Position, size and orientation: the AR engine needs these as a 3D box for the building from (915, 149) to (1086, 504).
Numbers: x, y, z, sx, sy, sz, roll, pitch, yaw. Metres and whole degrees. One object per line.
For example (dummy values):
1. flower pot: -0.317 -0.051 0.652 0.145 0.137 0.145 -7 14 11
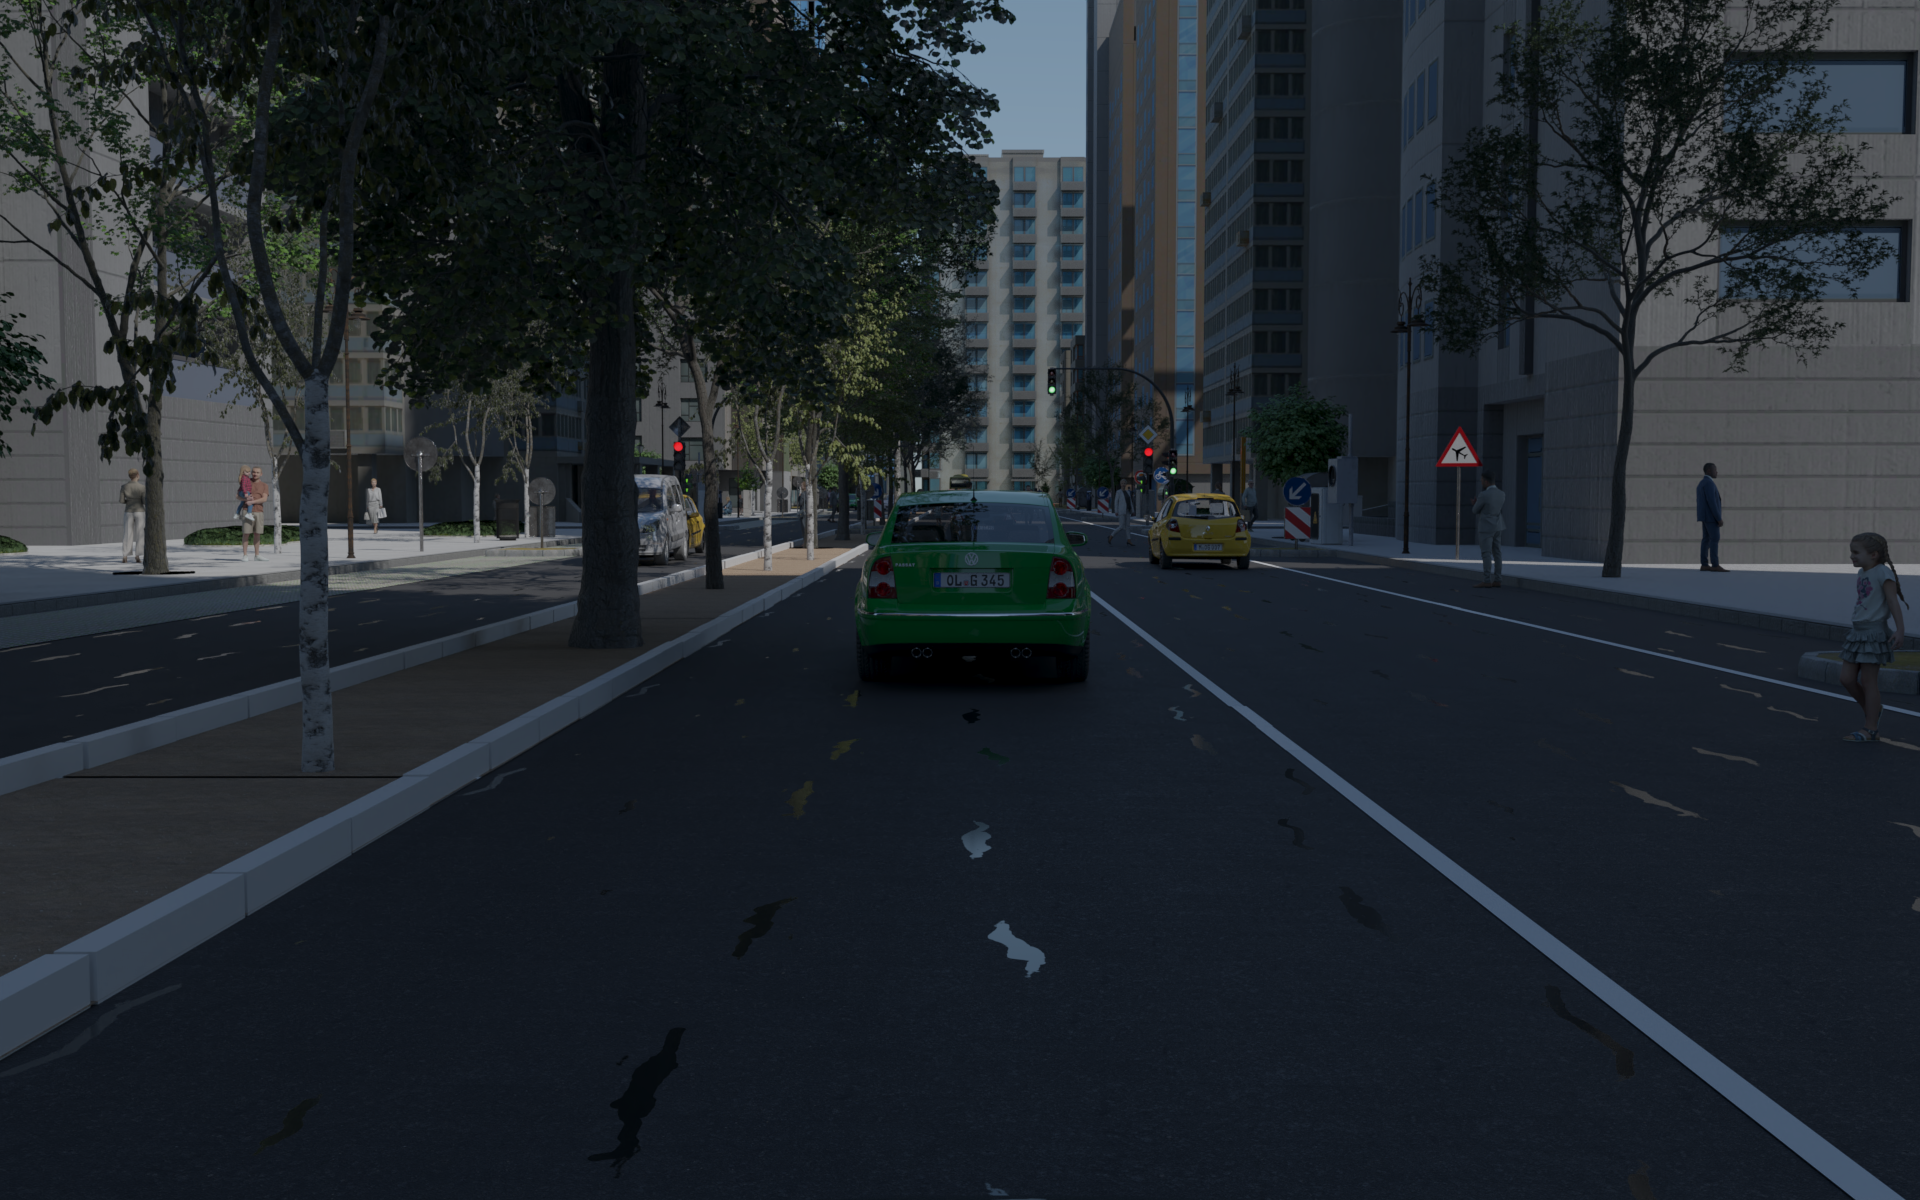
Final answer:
1. building: 8.612 -38.151 243.381 30.456 49.044 23.786 0 3 0

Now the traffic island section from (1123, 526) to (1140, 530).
1. traffic island section: 7.645 -2.945 70.439 2.009 0.180 2.903 0 3 0

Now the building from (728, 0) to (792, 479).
1. building: -22.475 -30.699 152.037 14.600 45.320 14.200 0 3 0

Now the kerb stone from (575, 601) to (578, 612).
1. kerb stone: -4.562 0.092 20.736 0.120 0.150 1.000 0 3 0

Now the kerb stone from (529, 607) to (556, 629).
1. kerb stone: -4.567 0.215 18.685 0.120 0.150 1.000 0 3 0

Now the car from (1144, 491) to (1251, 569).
1. car: 4.704 -1.479 34.404 2.015 1.641 3.980 0 4 2

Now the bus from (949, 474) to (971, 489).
1. bus: 0.048 -13.716 215.799 2.896 3.916 12.252 0 4 1

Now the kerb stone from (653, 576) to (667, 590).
1. kerb stone: -4.554 -0.224 25.860 0.120 0.150 1.000 0 3 0

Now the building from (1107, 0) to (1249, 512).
1. building: 20.513 -30.723 152.435 14.600 45.320 14.200 0 3 0

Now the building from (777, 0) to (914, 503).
1. building: -22.130 -56.779 241.006 31.000 86.520 22.319 0 3 0

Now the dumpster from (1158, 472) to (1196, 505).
1. dumpster: 9.733 -4.607 77.826 1.502 2.255 1.985 0 4 0

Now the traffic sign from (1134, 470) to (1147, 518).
1. traffic sign: 9.580 -5.583 91.388 0.768 2.556 0.104 0 4 3

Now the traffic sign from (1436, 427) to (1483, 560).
1. traffic sign: 9.639 -2.048 33.495 0.884 2.594 0.081 0 4 7

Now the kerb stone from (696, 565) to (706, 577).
1. kerb stone: -4.552 -0.474 29.960 0.120 0.150 1.000 0 3 0

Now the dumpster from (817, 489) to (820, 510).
1. dumpster: -12.012 -8.208 139.956 1.264 1.857 1.865 0 4 0

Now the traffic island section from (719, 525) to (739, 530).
1. traffic island section: -10.097 -2.947 70.466 2.009 0.180 2.903 0 3 0

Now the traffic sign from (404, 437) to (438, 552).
1. traffic sign: -12.010 -2.352 38.569 0.768 2.556 0.104 0 4 3

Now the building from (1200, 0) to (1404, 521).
1. building: 25.377 -24.212 87.743 23.993 40.220 32.217 0 3 0

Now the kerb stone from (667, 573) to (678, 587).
1. kerb stone: -4.560 -0.279 26.882 0.120 0.150 1.000 0 3 0

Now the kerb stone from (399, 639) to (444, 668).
1. kerb stone: -4.574 0.466 14.586 0.120 0.150 1.000 0 3 0

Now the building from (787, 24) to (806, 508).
1. building: -26.400 -33.433 170.330 21.300 48.544 21.600 0 3 0

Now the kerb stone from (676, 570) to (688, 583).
1. kerb stone: -4.562 -0.349 27.904 0.120 0.150 1.000 0 3 0

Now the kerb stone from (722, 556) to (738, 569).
1. kerb stone: -4.548 -0.726 34.062 0.120 0.150 1.000 0 3 0

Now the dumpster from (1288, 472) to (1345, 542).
1. dumpster: 9.673 -2.521 46.974 1.264 1.857 1.865 0 4 0

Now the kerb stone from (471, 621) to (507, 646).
1. kerb stone: -4.573 0.340 16.641 0.120 0.150 1.000 0 3 0

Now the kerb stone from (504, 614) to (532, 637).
1. kerb stone: -4.575 0.280 17.663 0.120 0.150 1.000 0 3 0

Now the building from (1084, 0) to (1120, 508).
1. building: 23.064 -38.610 173.270 21.231 58.520 28.212 0 3 0

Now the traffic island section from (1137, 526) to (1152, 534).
1. traffic island section: 7.635 -2.457 62.454 2.009 0.180 2.903 0 3 0

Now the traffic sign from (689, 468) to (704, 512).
1. traffic sign: -11.792 -4.751 77.782 0.768 2.556 0.104 0 4 5

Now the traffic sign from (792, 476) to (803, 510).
1. traffic sign: -11.697 -7.620 124.693 0.768 2.556 0.104 1 4 10

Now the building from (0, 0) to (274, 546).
1. building: -36.091 -31.047 49.624 28.212 58.520 21.231 0 3 0

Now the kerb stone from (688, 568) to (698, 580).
1. kerb stone: -4.563 -0.410 28.932 0.120 0.150 1.000 0 3 0

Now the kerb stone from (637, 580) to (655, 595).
1. kerb stone: -4.560 -0.161 24.835 0.120 0.150 1.000 0 3 0

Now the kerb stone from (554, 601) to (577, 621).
1. kerb stone: -4.565 0.152 19.714 0.120 0.150 1.000 0 3 0

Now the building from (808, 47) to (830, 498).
1. building: -29.323 -37.603 204.042 27.495 52.752 28.713 0 3 0

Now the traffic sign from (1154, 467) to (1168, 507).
1. traffic sign: 9.553 -5.012 82.048 0.768 2.556 0.104 0 4 1

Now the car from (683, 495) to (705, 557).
1. car: -7.042 -1.859 40.622 2.015 1.641 3.980 0 4 0

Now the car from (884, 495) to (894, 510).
1. car: -6.025 -8.700 154.598 2.083 1.381 4.827 0 4 0

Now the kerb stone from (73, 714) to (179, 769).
1. kerb stone: -4.573 0.778 9.470 0.120 0.150 1.000 0 3 0

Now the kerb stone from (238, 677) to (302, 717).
1. kerb stone: -4.580 0.653 11.519 0.120 0.150 1.000 0 3 0

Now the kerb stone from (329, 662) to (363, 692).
1. kerb stone: -4.574 0.590 12.542 0.120 0.150 1.000 0 3 0

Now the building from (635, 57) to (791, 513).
1. building: -19.311 -21.184 118.063 14.160 30.474 14.107 0 3 0

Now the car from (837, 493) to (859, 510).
1. car: -9.906 -8.892 154.184 1.959 1.807 4.718 0 3 0

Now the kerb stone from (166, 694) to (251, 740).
1. kerb stone: -4.581 0.716 10.492 0.120 0.150 1.000 0 3 0

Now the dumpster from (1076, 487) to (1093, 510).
1. dumpster: 9.943 -8.101 138.213 1.264 1.857 1.865 0 3 0

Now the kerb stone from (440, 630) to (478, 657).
1. kerb stone: -4.572 0.406 15.609 0.120 0.150 1.000 0 3 0

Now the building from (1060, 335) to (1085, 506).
1. building: 26.365 -21.887 202.898 27.650 21.520 28.899 0 3 0

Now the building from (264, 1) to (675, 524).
1. building: -30.808 -23.978 83.928 32.217 40.220 23.993 0 3 0

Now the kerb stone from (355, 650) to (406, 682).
1. kerb stone: -4.579 0.529 13.564 0.120 0.150 1.000 0 3 0

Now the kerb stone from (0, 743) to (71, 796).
1. kerb stone: -4.588 0.841 8.441 0.120 0.150 1.000 0 3 0

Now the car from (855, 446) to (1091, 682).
1. car: 0.132 -0.357 14.627 1.959 1.807 4.718 0 4 1
